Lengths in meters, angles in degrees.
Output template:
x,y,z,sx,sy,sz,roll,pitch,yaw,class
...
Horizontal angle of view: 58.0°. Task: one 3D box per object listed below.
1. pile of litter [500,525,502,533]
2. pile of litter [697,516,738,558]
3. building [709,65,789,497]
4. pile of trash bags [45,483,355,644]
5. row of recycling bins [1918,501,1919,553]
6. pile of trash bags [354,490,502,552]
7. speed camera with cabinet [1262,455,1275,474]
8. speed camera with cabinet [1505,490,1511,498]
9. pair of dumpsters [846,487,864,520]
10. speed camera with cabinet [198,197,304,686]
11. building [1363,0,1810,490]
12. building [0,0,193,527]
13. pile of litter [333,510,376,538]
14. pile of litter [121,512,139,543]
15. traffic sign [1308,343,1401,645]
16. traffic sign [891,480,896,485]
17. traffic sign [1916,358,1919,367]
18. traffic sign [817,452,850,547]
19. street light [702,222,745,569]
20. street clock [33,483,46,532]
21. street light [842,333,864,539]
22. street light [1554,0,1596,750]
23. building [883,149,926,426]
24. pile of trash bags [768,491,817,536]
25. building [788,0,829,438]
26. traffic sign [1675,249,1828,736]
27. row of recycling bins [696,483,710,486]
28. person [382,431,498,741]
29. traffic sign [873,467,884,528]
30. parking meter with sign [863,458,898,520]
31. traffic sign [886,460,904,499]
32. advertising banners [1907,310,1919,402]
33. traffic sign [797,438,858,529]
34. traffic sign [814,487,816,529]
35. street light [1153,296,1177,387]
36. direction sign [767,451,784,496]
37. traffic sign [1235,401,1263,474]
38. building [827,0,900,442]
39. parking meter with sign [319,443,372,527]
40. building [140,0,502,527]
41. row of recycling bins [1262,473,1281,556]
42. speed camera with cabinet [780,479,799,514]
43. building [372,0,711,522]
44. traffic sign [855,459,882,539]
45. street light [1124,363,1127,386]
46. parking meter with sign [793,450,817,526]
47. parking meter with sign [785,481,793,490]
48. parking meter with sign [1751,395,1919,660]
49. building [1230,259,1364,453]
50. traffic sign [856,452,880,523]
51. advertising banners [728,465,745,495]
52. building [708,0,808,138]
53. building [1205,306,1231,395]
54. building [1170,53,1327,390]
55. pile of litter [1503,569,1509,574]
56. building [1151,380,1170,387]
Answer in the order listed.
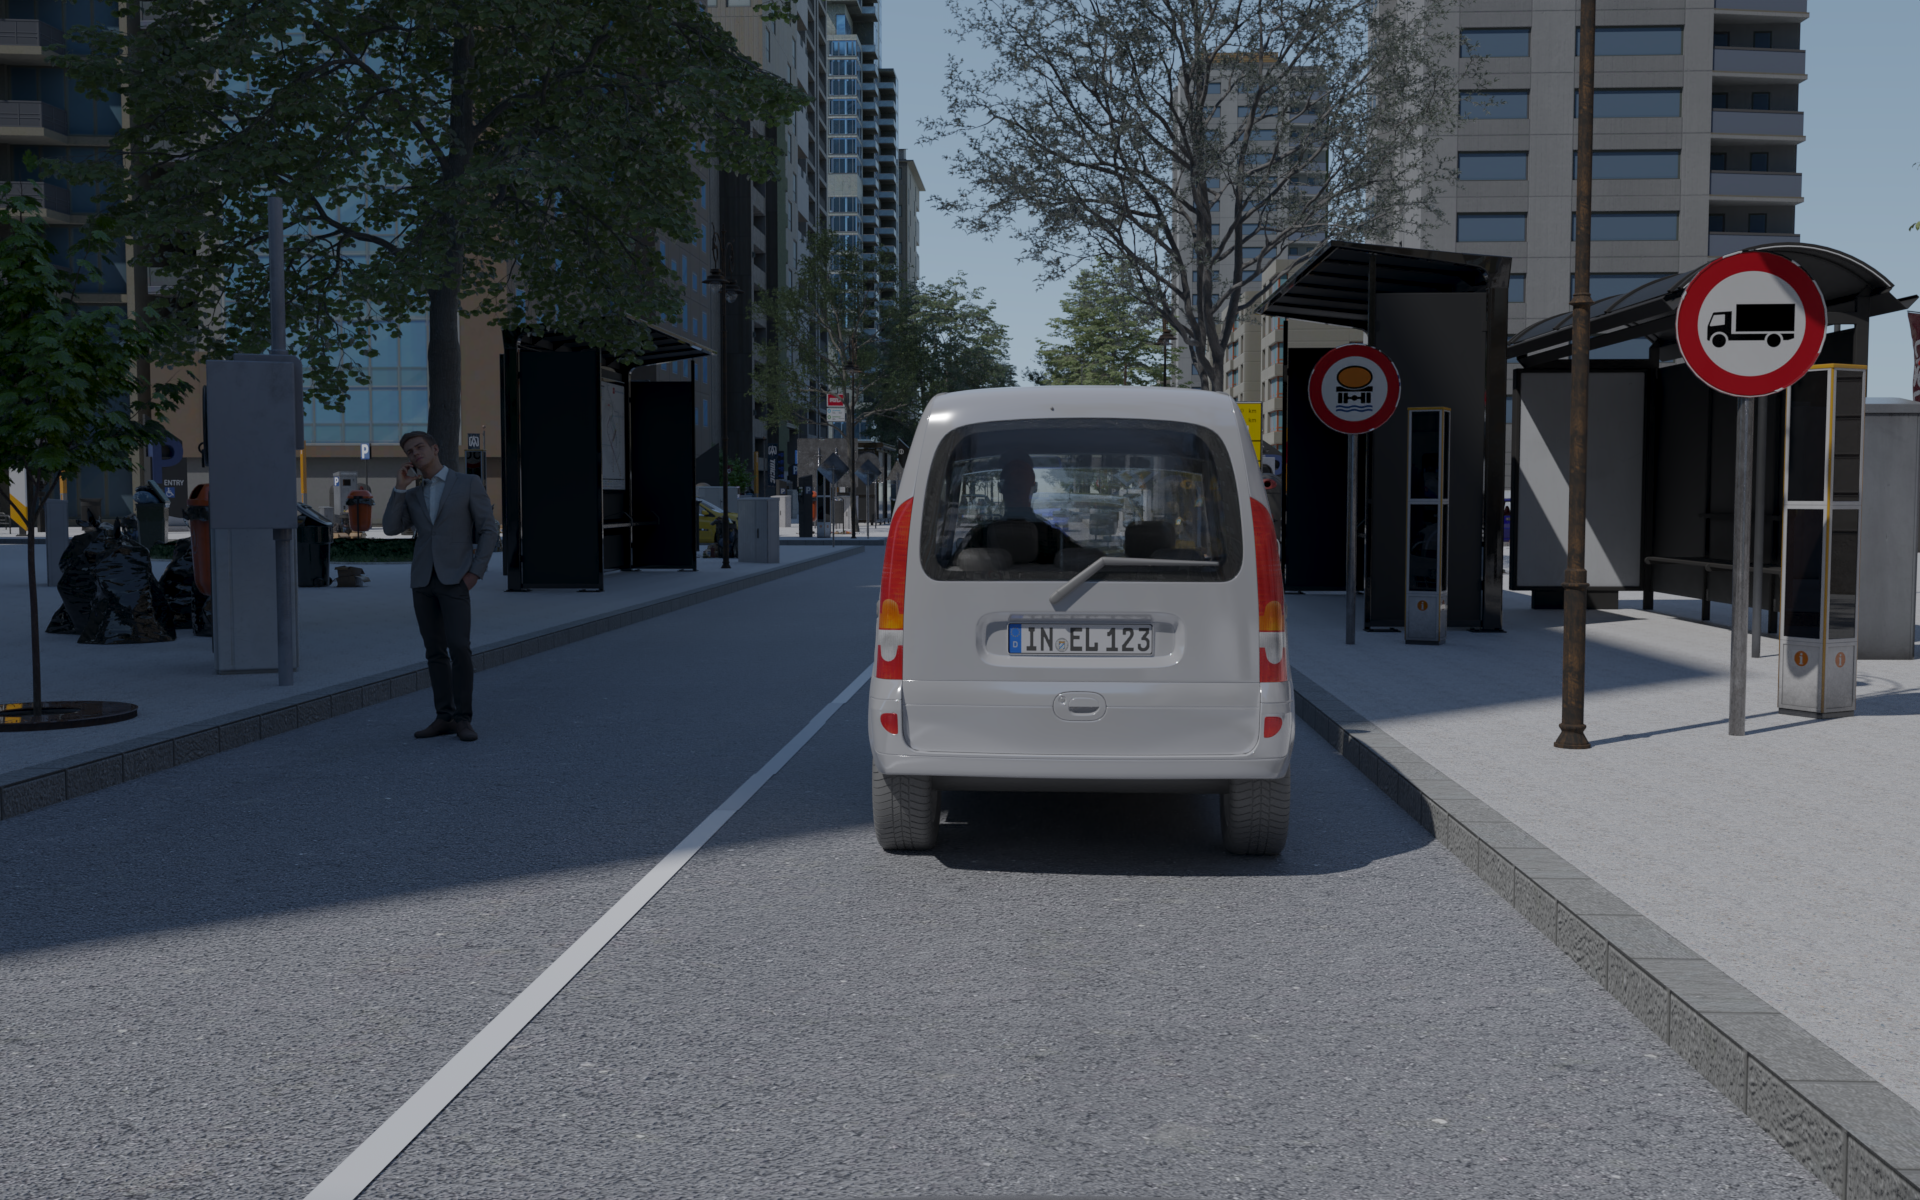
x,y,z,sx,sy,sz,roll,pitch,yaw,class
-14.698,-2.622,56.840,1.719,0.858,1.176,1,4,10,pile of litter
-4.673,-1.282,34.931,1.719,0.858,1.176,2,4,26,pile of litter
-19.574,-21.106,116.777,14.160,30.474,14.107,0,4,3,building
-6.892,-0.346,15.403,1.912,1.369,3.447,-2,4,-35,pile of trash bags
22.409,-1.906,38.274,3.534,1.692,1.069,0,4,-6,row of recycling bins
-11.921,-1.767,38.636,3.447,1.369,1.912,0,4,-8,pile of trash bags
6.428,-2.838,40.739,2.038,3.252,0.660,-2,4,-28,speed camera with cabinet
23.765,-5.060,77.062,2.038,3.252,0.660,0,4,2,speed camera with cabinet
-4.417,-4.681,79.027,1.574,2.255,4.437,0,4,3,pair of dumpsters
-5.005,-1.094,12.222,0.660,3.252,2.038,-1,4,-22,speed camera with cabinet
34.081,-34.040,98.559,21.231,58.520,28.212,0,4,3,building
-45.126,-25.627,73.629,28.867,44.769,22.147,0,4,3,building
-17.646,-2.199,49.922,1.719,0.858,1.176,0,4,3,pile of litter
-19.906,-1.654,41.010,1.176,0.858,1.719,0,4,1,pile of litter
3.337,-0.894,14.726,0.768,2.556,0.104,1,4,8,traffic sign
-2.898,-4.683,78.694,0.606,2.300,0.079,1,4,13,traffic sign
4.429,-0.441,7.209,0.884,2.594,0.081,1,4,9,traffic sign
-3.044,-2.325,41.655,0.795,2.450,0.064,0,4,3,traffic sign
-4.041,-3.483,29.738,0.468,5.910,1.993,0,4,3,street light
-33.059,-3.529,62.270,0.471,2.002,0.358,1,4,13,street clock
-3.070,-4.712,49.823,0.468,5.910,1.993,0,4,3,street light
3.104,-2.191,8.603,0.468,5.910,1.993,0,4,3,street light
-20.400,-41.508,267.886,28.713,52.752,27.495,0,4,3,building
-5.952,-2.643,52.972,3.447,1.369,1.912,1,4,9,pile of trash bags
-20.975,-44.291,162.403,20.563,71.187,20.611,0,4,3,building
4.133,-0.552,9.137,0.768,2.556,0.104,0,4,5,traffic sign
-10.810,-3.468,63.812,3.534,1.692,1.069,0,4,5,row of recycling bins
-3.048,-0.092,10.183,0.592,1.802,0.473,2,4,25,person
-3.147,-3.822,64.621,0.606,2.300,0.079,0,4,4,traffic sign
-3.862,-5.374,84.118,1.738,3.016,0.543,1,4,9,parking meter with sign
-2.401,-4.048,66.182,0.884,2.594,0.081,1,4,12,traffic sign
9.857,-1.284,17.187,2.074,3.025,0.090,-3,4,-36,advertising banners
-4.828,-4.234,63.098,2.265,3.308,0.079,1,4,10,traffic sign
-5.373,-3.926,64.199,0.884,2.594,0.081,1,4,8,traffic sign
4.764,-4.130,40.317,0.468,5.910,1.993,0,4,3,street light
-9.633,-6.033,90.637,0.876,3.537,0.379,-1,4,-19,direction sign
5.504,-2.706,38.114,2.265,3.308,0.079,0,4,7,traffic sign
-18.613,-56.532,236.964,22.319,86.520,31.000,0,4,3,building
-20.939,-3.835,58.957,0.543,3.016,1.738,3,5,40,parking meter with sign
-23.692,-25.816,72.206,14.600,45.320,14.200,0,4,3,building
5.551,-1.648,34.063,3.534,1.692,1.069,0,4,-1,row of recycling bins
-10.769,-7.089,110.245,2.038,3.252,0.660,3,5,43,speed camera with cabinet
-21.917,-27.168,94.303,14.600,45.320,14.200,0,4,3,building
-2.633,-2.813,49.630,0.795,2.450,0.064,0,4,3,traffic sign
5.815,-5.399,61.055,0.468,5.910,1.993,0,4,3,street light
-5.969,-4.482,69.538,0.543,3.016,1.738,1,4,22,parking meter with sign
-10.617,-6.685,105.555,1.738,3.016,0.543,-3,5,-45,parking meter with sign
7.064,-1.053,13.470,1.738,3.016,0.543,0,4,1,parking meter with sign
37.781,-18.131,141.483,27.650,21.520,28.899,0,4,3,building
-2.826,-3.236,53.012,0.768,2.556,0.104,1,4,10,traffic sign
-13.094,-6.571,103.616,2.074,3.025,0.090,1,4,8,advertising banners
-26.957,-33.626,139.025,28.713,52.752,27.495,0,4,3,building
38.971,-19.894,170.305,27.650,21.520,28.899,0,4,3,building
39.613,-42.589,238.329,21.231,58.520,28.212,0,4,3,building
8.312,-0.883,28.407,1.176,0.858,1.719,-1,4,-16,pile of litter
43.821,-25.856,267.782,27.650,21.520,28.899,0,4,3,building
